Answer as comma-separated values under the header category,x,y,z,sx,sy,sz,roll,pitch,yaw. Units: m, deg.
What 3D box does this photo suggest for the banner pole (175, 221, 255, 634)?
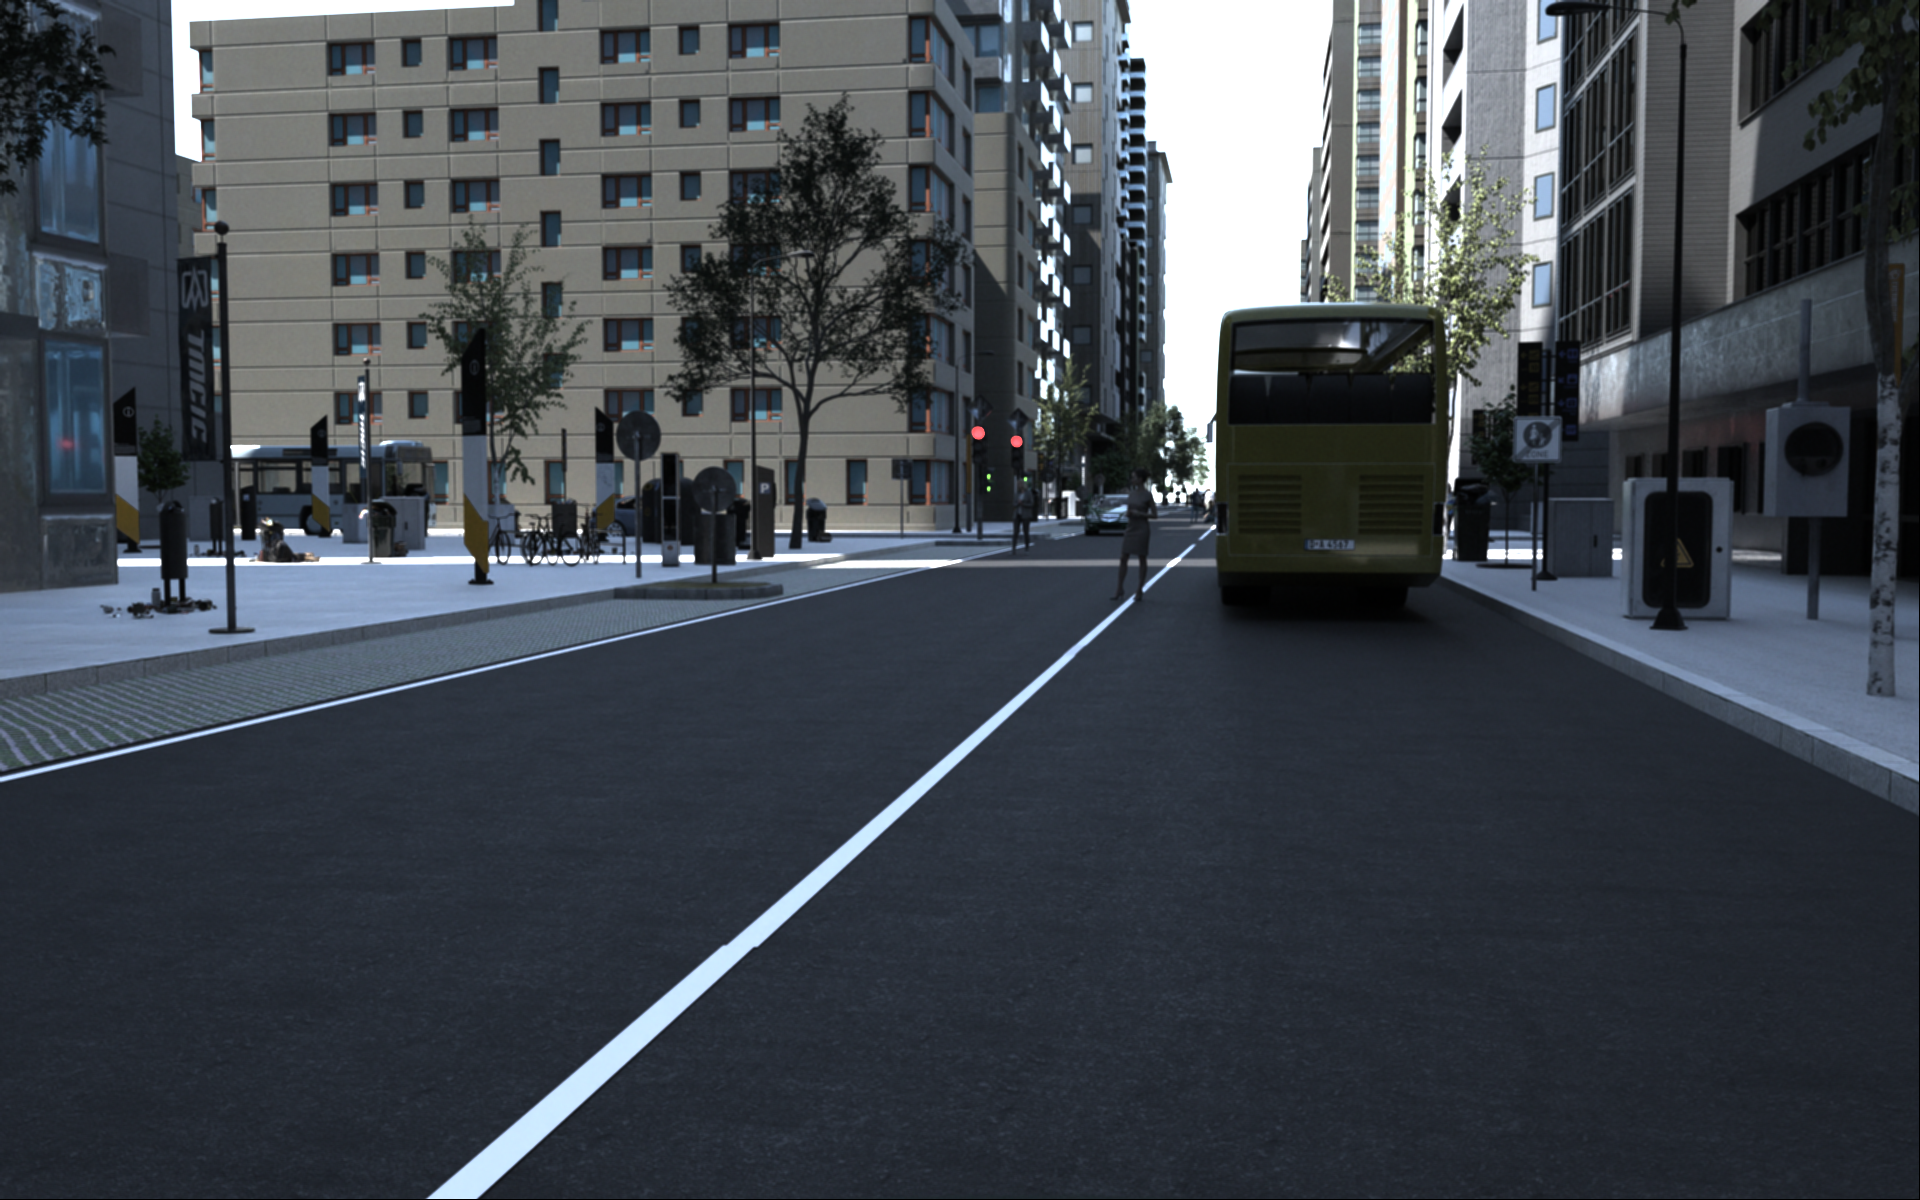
category,x,y,z,sx,sy,sz,roll,pitch,yaw
banner pole,-6.967,-1.595,16.090,0.863,3.779,0.401,2,4,29

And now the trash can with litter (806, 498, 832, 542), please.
category,x,y,z,sx,sy,sz,roll,pitch,yaw
trash can with litter,-3.712,-2.142,46.406,0.624,1.170,1.055,-2,4,-29

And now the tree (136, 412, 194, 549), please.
category,x,y,z,sx,sy,sz,roll,pitch,yaw
tree,-19.084,-2.838,40.997,1.663,3.219,1.824,0,3,0

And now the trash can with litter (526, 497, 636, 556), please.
category,x,y,z,sx,sy,sz,roll,pitch,yaw
trash can with litter,-8.020,-1.576,36.828,2.233,1.210,1.678,0,4,-7

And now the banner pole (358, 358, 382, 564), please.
category,x,y,z,sx,sy,sz,roll,pitch,yaw
banner pole,-11.054,-2.580,32.199,0.401,3.779,0.863,-2,4,-34

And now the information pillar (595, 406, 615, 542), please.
category,x,y,z,sx,sy,sz,roll,pitch,yaw
information pillar,-9.489,-3.357,46.238,0.504,3.616,0.183,0,4,-1

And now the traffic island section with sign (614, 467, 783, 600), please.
category,x,y,z,sx,sy,sz,roll,pitch,yaw
traffic island section with sign,-3.566,-0.956,24.258,1.989,1.847,2.006,1,4,10

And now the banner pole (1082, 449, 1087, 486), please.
category,x,y,z,sx,sy,sz,roll,pitch,yaw
banner pole,6.939,-6.525,96.698,0.401,3.779,0.863,-1,4,-17

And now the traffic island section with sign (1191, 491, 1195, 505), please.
category,x,y,z,sx,sy,sz,roll,pitch,yaw
traffic island section with sign,32.133,-13.933,236.428,1.989,1.847,2.006,1,4,10

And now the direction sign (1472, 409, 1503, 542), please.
category,x,y,z,sx,sy,sz,roll,pitch,yaw
direction sign,14.143,-3.324,46.339,0.876,3.537,0.379,2,4,25

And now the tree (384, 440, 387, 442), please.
category,x,y,z,sx,sy,sz,roll,pitch,yaw
tree,-20.166,-4.073,61.191,1.663,3.219,1.824,0,3,0

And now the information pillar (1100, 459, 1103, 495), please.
category,x,y,z,sx,sy,sz,roll,pitch,yaw
information pillar,9.433,-7.598,115.588,0.183,3.616,0.504,-1,4,-10

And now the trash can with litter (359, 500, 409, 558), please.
category,x,y,z,sx,sy,sz,roll,pitch,yaw
trash can with litter,-11.623,-1.445,35.020,0.624,1.170,1.055,0,4,8

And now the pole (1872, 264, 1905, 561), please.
category,x,y,z,sx,sy,sz,roll,pitch,yaw
pole,8.289,-1.323,15.480,0.158,3.312,0.155,0,3,0

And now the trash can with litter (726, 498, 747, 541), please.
category,x,y,z,sx,sy,sz,roll,pitch,yaw
trash can with litter,-6.251,-2.171,46.888,1.055,1.170,0.624,2,4,27

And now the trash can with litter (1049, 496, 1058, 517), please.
category,x,y,z,sx,sy,sz,roll,pitch,yaw
trash can with litter,5.382,-5.305,98.129,0.624,1.170,1.055,1,4,9

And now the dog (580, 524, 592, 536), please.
category,x,y,z,sx,sy,sz,roll,pitch,yaw
dog,-11.695,-2.163,54.649,0.406,0.507,0.540,1,4,9

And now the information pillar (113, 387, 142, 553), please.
category,x,y,z,sx,sy,sz,roll,pitch,yaw
information pillar,-18.157,-2.835,37.713,0.504,3.616,0.183,-3,4,-36

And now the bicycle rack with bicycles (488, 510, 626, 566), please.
category,x,y,z,sx,sy,sz,roll,pitch,yaw
bicycle rack with bicycles,-7.393,-1.123,31.746,2.852,0.926,2.925,-2,4,-32

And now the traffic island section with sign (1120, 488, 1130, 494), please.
category,x,y,z,sx,sy,sz,roll,pitch,yaw
traffic island section with sign,10.086,-5.915,105.334,1.989,1.847,2.006,1,4,10

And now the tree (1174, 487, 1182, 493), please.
category,x,y,z,sx,sy,sz,roll,pitch,yaw
tree,28.204,-14.497,231.627,1.663,3.219,1.824,0,3,0

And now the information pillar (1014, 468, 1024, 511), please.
category,x,y,z,sx,sy,sz,roll,pitch,yaw
information pillar,2.658,-5.318,78.296,0.504,3.616,0.183,-2,4,-32

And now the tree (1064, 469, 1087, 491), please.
category,x,y,z,sx,sy,sz,roll,pitch,yaw
tree,8.569,-8.253,129.537,1.663,3.219,1.824,0,3,0

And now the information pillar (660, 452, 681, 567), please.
category,x,y,z,sx,sy,sz,roll,pitch,yaw
information pillar,-5.110,-1.597,30.597,0.304,2.012,0.304,0,4,-3

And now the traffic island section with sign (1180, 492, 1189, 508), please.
category,x,y,z,sx,sy,sz,roll,pitch,yaw
traffic island section with sign,22.898,-10.573,181.493,1.989,1.847,2.006,1,4,10

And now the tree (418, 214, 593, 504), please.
category,x,y,z,sx,sy,sz,roll,pitch,yaw
tree,-12.236,-5.877,46.457,4.737,8.622,4.395,0,3,0

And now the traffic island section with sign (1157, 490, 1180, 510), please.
category,x,y,z,sx,sy,sz,roll,pitch,yaw
traffic island section with sign,18.421,-8.947,154.910,1.989,1.847,2.006,1,4,10

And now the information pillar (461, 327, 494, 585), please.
category,x,y,z,sx,sy,sz,roll,pitch,yaw
information pillar,-6.880,-2.033,24.589,0.504,3.616,0.183,3,5,40

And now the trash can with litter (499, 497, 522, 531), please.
category,x,y,z,sx,sy,sz,roll,pitch,yaw
trash can with litter,-15.621,-2.977,60.057,1.055,1.170,0.624,2,4,31

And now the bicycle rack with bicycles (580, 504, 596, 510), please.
category,x,y,z,sx,sy,sz,roll,pitch,yaw
bicycle rack with bicycles,-11.993,-2.851,59.999,2.852,0.926,2.925,0,4,-4

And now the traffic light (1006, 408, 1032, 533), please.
category,x,y,z,sx,sy,sz,roll,pitch,yaw
traffic light,1.900,-4.124,56.350,0.839,4.253,0.868,1,4,10

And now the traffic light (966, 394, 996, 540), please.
category,x,y,z,sx,sy,sz,roll,pitch,yaw
traffic light,0.575,-3.642,48.475,0.839,4.253,0.868,1,4,10

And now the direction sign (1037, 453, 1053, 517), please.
category,x,y,z,sx,sy,sz,roll,pitch,yaw
direction sign,4.685,-6.303,95.053,0.876,3.537,0.379,0,4,-5

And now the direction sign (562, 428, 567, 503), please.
category,x,y,z,sx,sy,sz,roll,pitch,yaw
direction sign,-13.710,-4.162,60.048,0.379,3.537,0.876,0,4,-5

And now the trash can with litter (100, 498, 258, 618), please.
category,x,y,z,sx,sy,sz,roll,pitch,yaw
trash can with litter,-8.798,-0.477,18.856,1.678,1.210,2.233,0,4,-7

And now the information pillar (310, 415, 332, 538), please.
category,x,y,z,sx,sy,sz,roll,pitch,yaw
information pillar,-18.855,-3.653,51.075,0.504,3.616,0.183,0,4,-4

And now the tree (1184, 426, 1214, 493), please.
category,x,y,z,sx,sy,sz,roll,pitch,yaw
tree,38.498,-22.634,288.198,7.486,12.596,7.792,0,3,0

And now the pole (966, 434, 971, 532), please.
category,x,y,z,sx,sy,sz,roll,pitch,yaw
pole,0.300,-3.965,58.669,0.158,3.312,0.155,0,3,0

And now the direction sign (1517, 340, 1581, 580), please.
category,x,y,z,sx,sy,sz,roll,pitch,yaw
direction sign,8.733,-2.066,25.780,0.876,3.537,0.379,1,4,22

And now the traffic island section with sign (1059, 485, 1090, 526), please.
category,x,y,z,sx,sy,sz,roll,pitch,yaw
traffic island section with sign,5.586,-4.280,78.605,1.989,1.847,2.006,1,4,10
